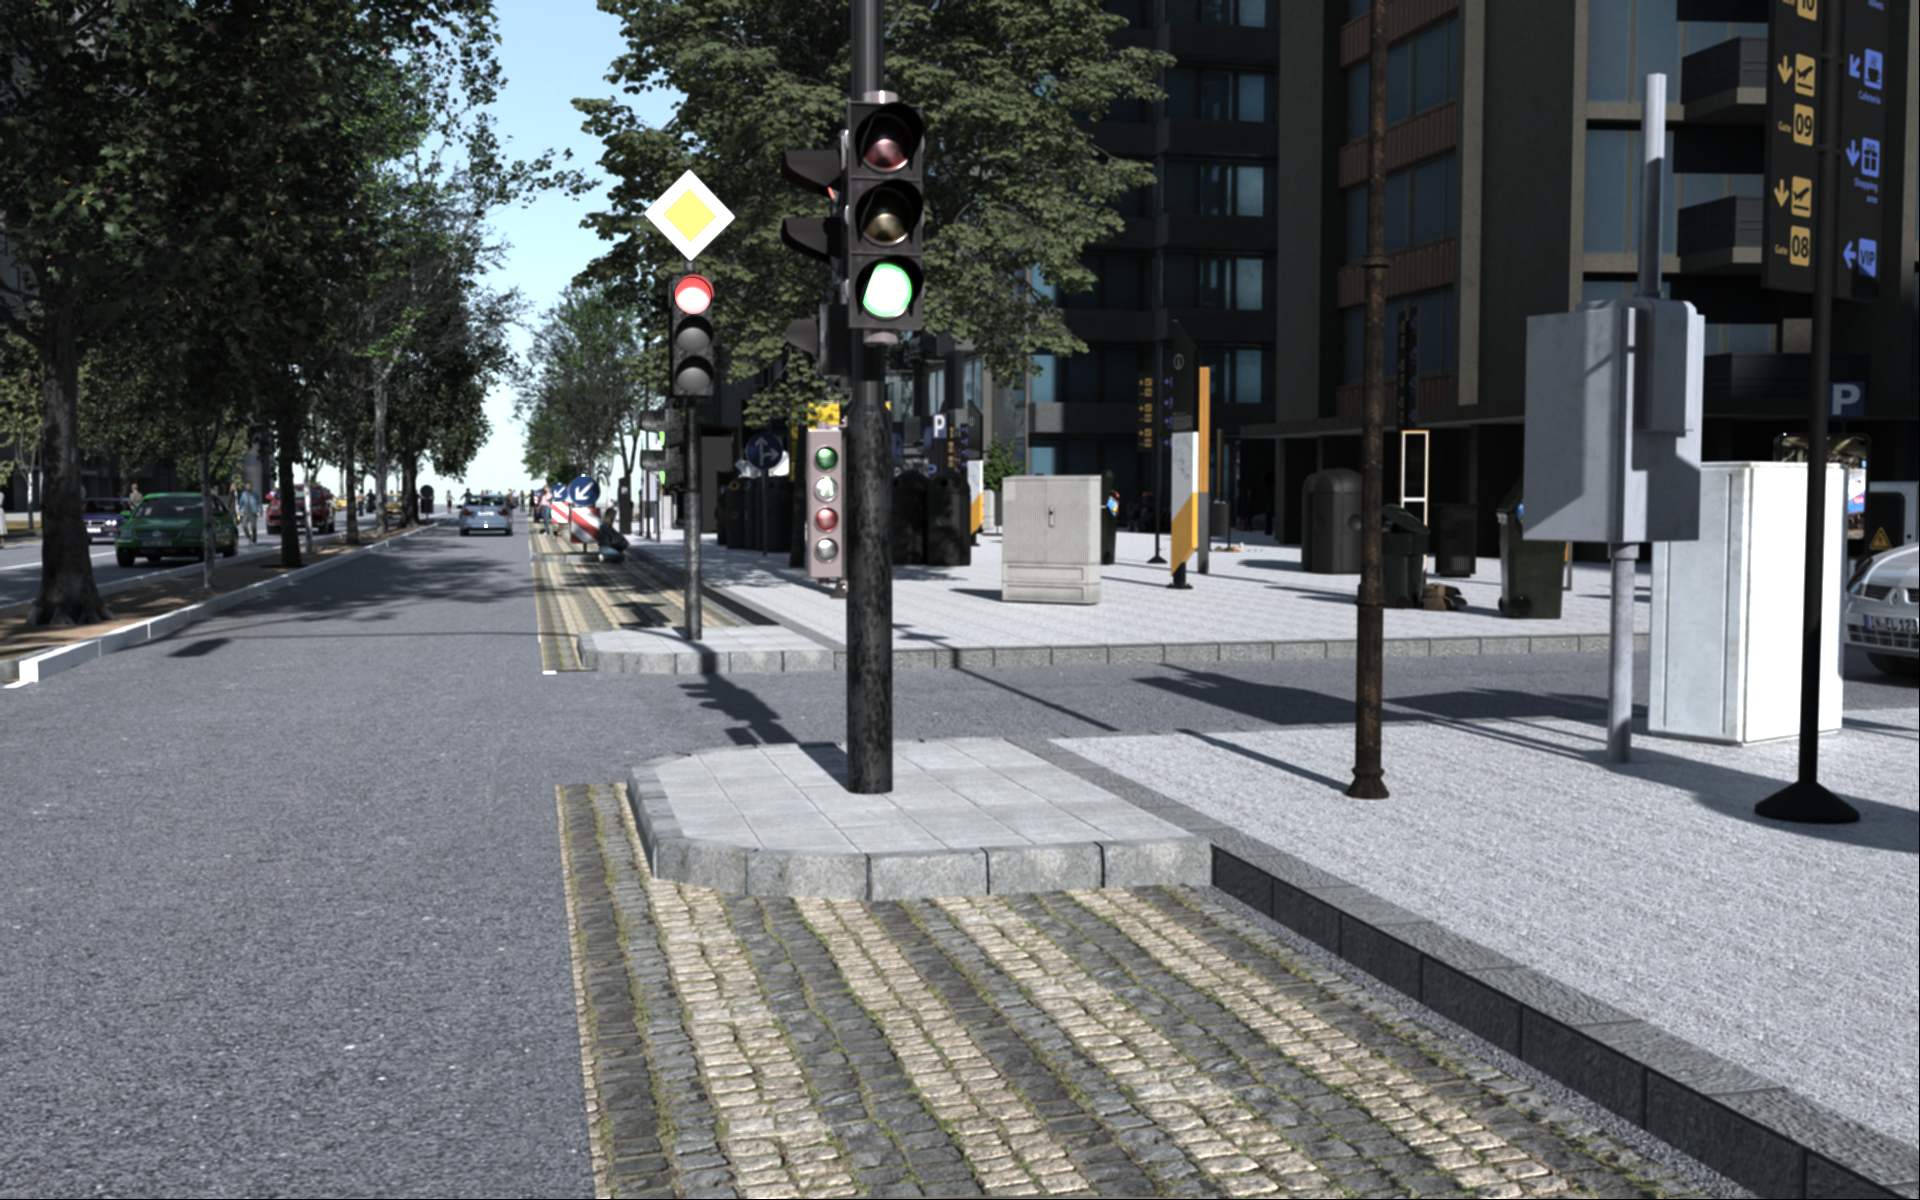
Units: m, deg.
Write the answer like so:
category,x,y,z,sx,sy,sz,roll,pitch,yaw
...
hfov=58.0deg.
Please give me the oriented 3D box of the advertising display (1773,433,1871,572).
category,x,y,z,sx,sy,sz,roll,pitch,yaw
advertising display,9.123,-0.805,18.378,0.974,1.923,0.123,0,4,0

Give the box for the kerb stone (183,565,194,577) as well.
category,x,y,z,sx,sy,sz,roll,pitch,yaw
kerb stone,-13.520,-0.484,30.117,0.120,0.150,1.000,-1,4,-14

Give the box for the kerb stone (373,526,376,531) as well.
category,x,y,z,sx,sy,sz,roll,pitch,yaw
kerb stone,-22.780,-2.732,66.916,0.120,0.150,1.000,-1,4,-14

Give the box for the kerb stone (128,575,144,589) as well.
category,x,y,z,sx,sy,sz,roll,pitch,yaw
kerb stone,-12.526,-0.241,26.134,0.120,0.150,1.000,-1,4,-14

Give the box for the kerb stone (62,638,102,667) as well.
category,x,y,z,sx,sy,sz,roll,pitch,yaw
kerb stone,-7.501,0.458,14.715,0.120,0.150,1.000,-1,4,-14

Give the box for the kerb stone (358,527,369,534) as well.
category,x,y,z,sx,sy,sz,roll,pitch,yaw
kerb stone,-22.029,-2.552,63.935,0.120,0.150,1.000,-1,4,-14

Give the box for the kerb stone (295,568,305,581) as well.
category,x,y,z,sx,sy,sz,roll,pitch,yaw
kerb stone,-10.994,-0.394,28.637,0.120,0.150,1.000,-1,4,-14

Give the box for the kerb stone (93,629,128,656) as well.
category,x,y,z,sx,sy,sz,roll,pitch,yaw
kerb stone,-7.748,0.399,15.707,0.120,0.150,1.000,-1,4,-14

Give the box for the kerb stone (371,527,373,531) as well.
category,x,y,z,sx,sy,sz,roll,pitch,yaw
kerb stone,-22.528,-2.674,65.921,0.120,0.150,1.000,-1,4,-14

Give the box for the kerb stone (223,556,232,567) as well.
category,x,y,z,sx,sy,sz,roll,pitch,yaw
kerb stone,-14.530,-0.727,34.087,0.120,0.150,1.000,-1,4,-14

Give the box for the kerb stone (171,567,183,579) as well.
category,x,y,z,sx,sy,sz,roll,pitch,yaw
kerb stone,-13.276,-0.422,29.120,0.120,0.150,1.000,-1,4,-14

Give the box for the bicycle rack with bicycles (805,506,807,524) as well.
category,x,y,z,sx,sy,sz,roll,pitch,yaw
bicycle rack with bicycles,-6.080,-3.696,73.809,2.852,0.926,2.925,-3,4,-39

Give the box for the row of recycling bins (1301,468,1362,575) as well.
category,x,y,z,sx,sy,sz,roll,pitch,yaw
row of recycling bins,6.265,-1.353,29.229,1.069,1.692,3.534,0,4,7

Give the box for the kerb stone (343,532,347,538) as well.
category,x,y,z,sx,sy,sz,roll,pitch,yaw
kerb stone,-20.024,-2.067,55.985,0.120,0.150,1.000,-1,4,-14

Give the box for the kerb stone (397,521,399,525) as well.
category,x,y,z,sx,sy,sz,roll,pitch,yaw
kerb stone,-25.777,-3.465,78.855,0.120,0.150,1.000,-1,4,-14

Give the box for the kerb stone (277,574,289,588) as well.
category,x,y,z,sx,sy,sz,roll,pitch,yaw
kerb stone,-10.490,-0.270,26.650,0.120,0.150,1.000,-1,4,-14

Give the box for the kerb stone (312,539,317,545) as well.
category,x,y,z,sx,sy,sz,roll,pitch,yaw
kerb stone,-18.028,-1.579,48.012,0.120,0.150,1.000,-1,4,-14

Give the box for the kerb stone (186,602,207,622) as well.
category,x,y,z,sx,sy,sz,roll,pitch,yaw
kerb stone,-8.738,0.163,19.681,0.120,0.150,1.000,-1,4,-14

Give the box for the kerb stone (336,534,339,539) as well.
category,x,y,z,sx,sy,sz,roll,pitch,yaw
kerb stone,-19.537,-1.944,53.978,0.120,0.150,1.000,-1,4,-14

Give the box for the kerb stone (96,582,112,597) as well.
category,x,y,z,sx,sy,sz,roll,pitch,yaw
kerb stone,-12.027,-0.118,24.131,0.120,0.150,1.000,-1,4,-14

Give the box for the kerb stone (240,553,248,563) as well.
category,x,y,z,sx,sy,sz,roll,pitch,yaw
kerb stone,-15.028,-0.849,36.074,0.120,0.150,1.000,-1,4,-14

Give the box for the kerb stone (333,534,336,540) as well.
category,x,y,z,sx,sy,sz,roll,pitch,yaw
kerb stone,-19.275,-1.883,52.977,0.120,0.150,1.000,-1,4,-14

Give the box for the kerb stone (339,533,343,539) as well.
category,x,y,z,sx,sy,sz,roll,pitch,yaw
kerb stone,-19.783,-2.005,54.976,0.120,0.150,1.000,-1,4,-14

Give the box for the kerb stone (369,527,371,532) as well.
category,x,y,z,sx,sy,sz,roll,pitch,yaw
kerb stone,-22.281,-2.614,64.929,0.120,0.150,1.000,-1,4,-14

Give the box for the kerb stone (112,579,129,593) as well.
category,x,y,z,sx,sy,sz,roll,pitch,yaw
kerb stone,-12.280,-0.176,25.138,0.120,0.150,1.000,-1,4,-14

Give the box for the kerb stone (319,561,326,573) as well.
category,x,y,z,sx,sy,sz,roll,pitch,yaw
kerb stone,-11.735,-0.576,31.615,0.120,0.150,1.000,-1,4,-14

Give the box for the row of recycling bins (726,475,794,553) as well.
category,x,y,z,sx,sy,sz,roll,pitch,yaw
row of recycling bins,-4.429,-1.984,39.547,1.069,1.692,3.534,-2,4,-26

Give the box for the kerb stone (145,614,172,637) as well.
category,x,y,z,sx,sy,sz,roll,pitch,yaw
kerb stone,-8.242,0.276,17.697,0.120,0.150,1.000,-1,4,-14

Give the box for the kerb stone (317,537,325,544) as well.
category,x,y,z,sx,sy,sz,roll,pitch,yaw
kerb stone,-18.521,-1.697,49.996,0.120,0.150,1.000,-1,4,-14

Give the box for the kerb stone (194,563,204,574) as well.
category,x,y,z,sx,sy,sz,roll,pitch,yaw
kerb stone,-13.780,-0.545,31.109,0.120,0.150,1.000,-1,4,-14

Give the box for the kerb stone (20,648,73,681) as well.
category,x,y,z,sx,sy,sz,roll,pitch,yaw
kerb stone,-7.242,0.518,13.727,0.120,0.150,1.000,-1,4,-14

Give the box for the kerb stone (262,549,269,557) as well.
category,x,y,z,sx,sy,sz,roll,pitch,yaw
kerb stone,-15.779,-1.027,39.052,0.120,0.150,1.000,-1,4,-14

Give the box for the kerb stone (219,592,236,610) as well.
category,x,y,z,sx,sy,sz,roll,pitch,yaw
kerb stone,-9.242,0.032,21.669,0.120,0.150,1.000,-1,4,-14

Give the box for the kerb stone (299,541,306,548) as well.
category,x,y,z,sx,sy,sz,roll,pitch,yaw
kerb stone,-17.785,-1.518,47.016,0.120,0.150,1.000,-1,4,-14

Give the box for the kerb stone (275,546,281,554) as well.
category,x,y,z,sx,sy,sz,roll,pitch,yaw
kerb stone,-16.274,-1.150,41.048,0.120,0.150,1.000,-1,4,-14

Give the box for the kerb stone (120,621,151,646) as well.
category,x,y,z,sx,sy,sz,roll,pitch,yaw
kerb stone,-8.000,0.336,16.702,0.120,0.150,1.000,-1,4,-14

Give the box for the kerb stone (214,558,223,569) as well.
category,x,y,z,sx,sy,sz,roll,pitch,yaw
kerb stone,-14.276,-0.667,33.095,0.120,0.150,1.000,-1,4,-14

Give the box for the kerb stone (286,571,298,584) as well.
category,x,y,z,sx,sy,sz,roll,pitch,yaw
kerb stone,-10.742,-0.333,27.645,0.120,0.150,1.000,-1,4,-14

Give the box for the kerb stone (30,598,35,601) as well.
category,x,y,z,sx,sy,sz,roll,pitch,yaw
kerb stone,-11.273,0.064,21.149,0.120,0.150,1.000,-1,4,-14

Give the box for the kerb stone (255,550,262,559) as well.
category,x,y,z,sx,sy,sz,roll,pitch,yaw
kerb stone,-15.534,-0.963,38.058,0.120,0.150,1.000,-1,4,-14

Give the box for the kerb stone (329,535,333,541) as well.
category,x,y,z,sx,sy,sz,roll,pitch,yaw
kerb stone,-19.020,-1.818,51.985,0.120,0.150,1.000,-1,4,-14

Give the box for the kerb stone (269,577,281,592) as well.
category,x,y,z,sx,sy,sz,roll,pitch,yaw
kerb stone,-10.233,-0.210,25.651,0.120,0.150,1.000,-1,4,-14

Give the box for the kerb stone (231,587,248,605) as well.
category,x,y,z,sx,sy,sz,roll,pitch,yaw
kerb stone,-9.495,-0.028,22.659,0.120,0.150,1.000,-1,4,-14

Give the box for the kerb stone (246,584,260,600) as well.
category,x,y,z,sx,sy,sz,roll,pitch,yaw
kerb stone,-9.733,-0.089,23.653,0.120,0.150,1.000,-1,4,-14

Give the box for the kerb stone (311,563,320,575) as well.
category,x,y,z,sx,sy,sz,roll,pitch,yaw
kerb stone,-11.485,-0.515,30.621,0.120,0.150,1.000,-1,4,-14

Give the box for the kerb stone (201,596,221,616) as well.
category,x,y,z,sx,sy,sz,roll,pitch,yaw
kerb stone,-8.999,0.093,20.676,0.120,0.150,1.000,-1,4,-14

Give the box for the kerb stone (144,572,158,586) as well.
category,x,y,z,sx,sy,sz,roll,pitch,yaw
kerb stone,-12.770,-0.302,27.129,0.120,0.150,1.000,-1,4,-14

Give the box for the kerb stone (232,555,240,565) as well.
category,x,y,z,sx,sy,sz,roll,pitch,yaw
kerb stone,-14.778,-0.783,35.084,0.120,0.150,1.000,-1,4,-14

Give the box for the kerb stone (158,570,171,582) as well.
category,x,y,z,sx,sy,sz,roll,pitch,yaw
kerb stone,-13.028,-0.363,28.127,0.120,0.150,1.000,-1,4,-14

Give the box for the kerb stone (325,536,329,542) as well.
category,x,y,z,sx,sy,sz,roll,pitch,yaw
kerb stone,-18.778,-1.758,50.985,0.120,0.150,1.000,-1,4,-14

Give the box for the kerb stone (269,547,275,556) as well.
category,x,y,z,sx,sy,sz,roll,pitch,yaw
kerb stone,-16.027,-1.090,40.056,0.120,0.150,1.000,-1,4,-14

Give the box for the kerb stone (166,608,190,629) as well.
category,x,y,z,sx,sy,sz,roll,pitch,yaw
kerb stone,-8.495,0.217,18.688,0.120,0.150,1.000,-1,4,-14

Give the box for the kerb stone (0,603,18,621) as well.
category,x,y,z,sx,sy,sz,roll,pitch,yaw
kerb stone,-11.025,0.130,20.152,0.120,0.150,1.000,-1,4,-14

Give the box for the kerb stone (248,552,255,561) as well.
category,x,y,z,sx,sy,sz,roll,pitch,yaw
kerb stone,-15.277,-0.909,37.069,0.120,0.150,1.000,-1,4,-14

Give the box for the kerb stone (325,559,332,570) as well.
category,x,y,z,sx,sy,sz,roll,pitch,yaw
kerb stone,-11.985,-0.637,32.610,0.120,0.150,1.000,-1,4,-14

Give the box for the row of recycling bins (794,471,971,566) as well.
category,x,y,z,sx,sy,sz,roll,pitch,yaw
row of recycling bins,-1.302,-1.515,31.881,3.534,1.692,1.069,2,4,34

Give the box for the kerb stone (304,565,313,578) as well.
category,x,y,z,sx,sy,sz,roll,pitch,yaw
kerb stone,-11.239,-0.451,29.629,0.120,0.150,1.000,-1,4,-14

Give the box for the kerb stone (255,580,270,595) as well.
category,x,y,z,sx,sy,sz,roll,pitch,yaw
kerb stone,-9.995,-0.151,24.657,0.120,0.150,1.000,-1,4,-14

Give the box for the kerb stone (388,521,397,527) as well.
category,x,y,z,sx,sy,sz,roll,pitch,yaw
kerb stone,-25.533,-3.404,77.860,0.120,0.150,1.000,-1,4,-14
